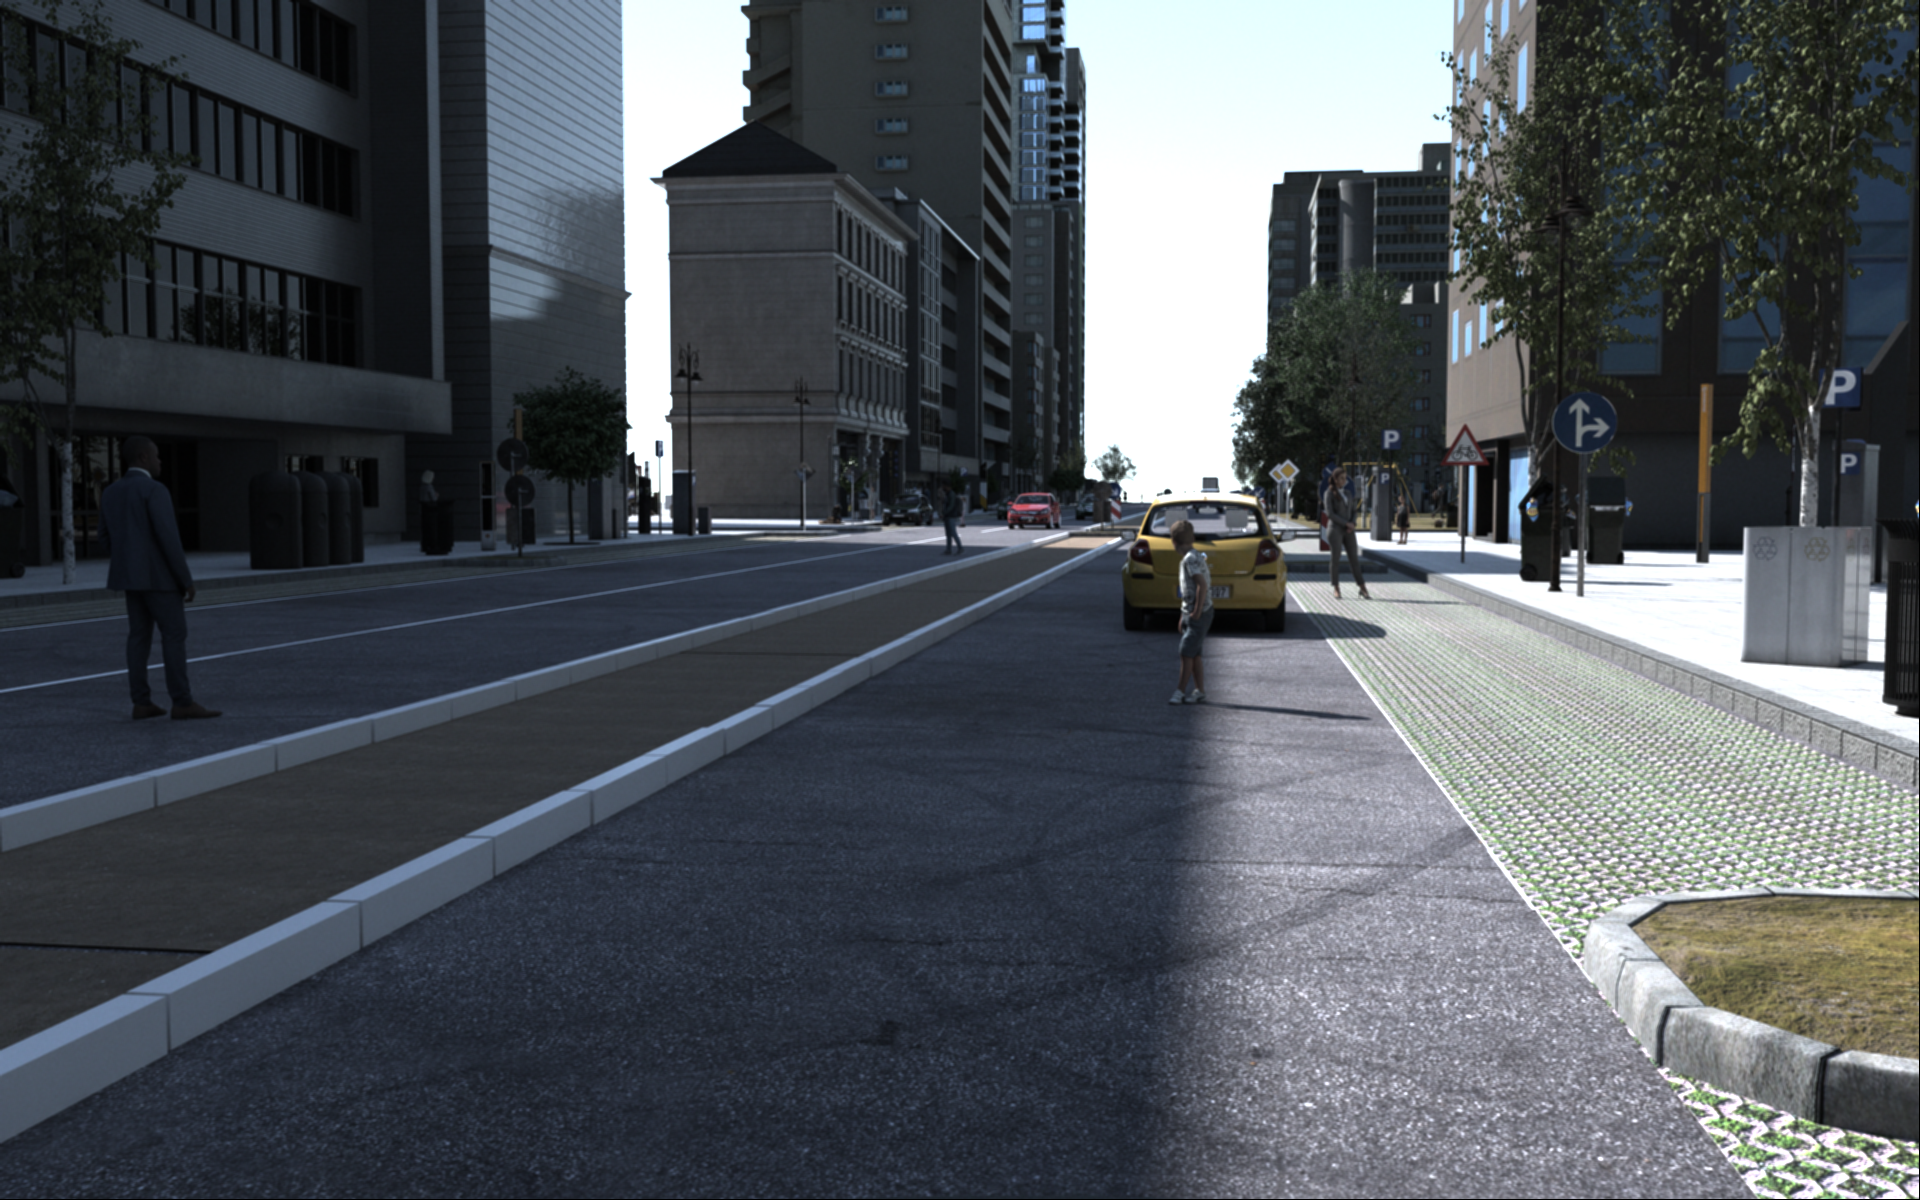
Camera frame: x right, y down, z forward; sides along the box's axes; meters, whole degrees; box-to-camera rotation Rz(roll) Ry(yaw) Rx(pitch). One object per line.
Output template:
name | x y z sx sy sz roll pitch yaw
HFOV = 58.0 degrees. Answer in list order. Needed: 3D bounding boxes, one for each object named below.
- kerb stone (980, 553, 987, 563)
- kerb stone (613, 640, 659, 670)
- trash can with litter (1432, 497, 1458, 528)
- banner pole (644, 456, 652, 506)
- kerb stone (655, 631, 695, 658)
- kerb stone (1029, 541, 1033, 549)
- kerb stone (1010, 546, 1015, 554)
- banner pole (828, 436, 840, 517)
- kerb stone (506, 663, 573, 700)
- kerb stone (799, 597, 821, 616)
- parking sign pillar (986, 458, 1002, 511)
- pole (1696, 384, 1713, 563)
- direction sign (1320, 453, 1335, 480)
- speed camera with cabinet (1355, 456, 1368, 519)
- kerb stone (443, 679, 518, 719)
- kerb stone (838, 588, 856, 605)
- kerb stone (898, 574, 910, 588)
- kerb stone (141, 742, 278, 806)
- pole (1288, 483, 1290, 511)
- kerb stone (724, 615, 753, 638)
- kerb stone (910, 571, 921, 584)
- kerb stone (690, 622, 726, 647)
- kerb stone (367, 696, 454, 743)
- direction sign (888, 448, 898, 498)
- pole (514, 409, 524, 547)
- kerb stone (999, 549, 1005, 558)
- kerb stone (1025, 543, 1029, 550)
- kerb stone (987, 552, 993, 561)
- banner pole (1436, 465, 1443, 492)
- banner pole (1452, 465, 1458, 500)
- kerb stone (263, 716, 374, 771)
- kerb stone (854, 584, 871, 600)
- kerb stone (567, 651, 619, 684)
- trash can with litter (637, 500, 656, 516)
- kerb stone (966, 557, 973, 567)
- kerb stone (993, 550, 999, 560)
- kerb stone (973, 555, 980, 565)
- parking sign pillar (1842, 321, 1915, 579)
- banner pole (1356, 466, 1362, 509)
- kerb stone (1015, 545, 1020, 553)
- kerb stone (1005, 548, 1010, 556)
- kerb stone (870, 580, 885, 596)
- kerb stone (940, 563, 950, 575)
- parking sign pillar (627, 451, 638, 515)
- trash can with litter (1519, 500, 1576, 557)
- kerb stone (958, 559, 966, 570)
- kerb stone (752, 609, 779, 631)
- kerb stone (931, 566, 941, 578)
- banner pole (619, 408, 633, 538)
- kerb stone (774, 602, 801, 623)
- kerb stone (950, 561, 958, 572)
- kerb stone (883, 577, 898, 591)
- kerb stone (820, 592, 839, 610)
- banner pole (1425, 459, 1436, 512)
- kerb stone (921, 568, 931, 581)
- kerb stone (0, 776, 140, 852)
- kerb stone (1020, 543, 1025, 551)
kerb stone | 0.378 -0.828 35.737 0.120 0.150 1.000 1 4 8
kerb stone | -2.749 0.473 14.464 0.120 0.150 1.000 1 4 8
trash can with litter | 18.552 -3.343 66.040 1.055 1.170 0.624 2 4 26
banner pole | -20.470 -7.573 113.840 0.863 3.779 0.401 3 4 37
kerb stone | -2.598 0.411 15.475 0.120 0.150 1.000 1 4 8
kerb stone | 1.717 -1.385 44.846 0.120 0.150 1.000 1 4 8
kerb stone | 1.116 -1.138 40.801 0.120 0.150 1.000 1 4 8
banner pole | -5.516 -5.231 75.548 0.401 3.779 0.863 3 5 40
kerb stone | -3.041 0.597 12.440 0.120 0.150 1.000 1 4 8
kerb stone | -1.849 0.103 20.543 0.120 0.150 1.000 1 4 8
parking sign pillar | 2.501 -8.615 129.334 1.447 3.967 1.447 -2 4 -35
pole | 13.845 -2.346 32.193 0.158 3.312 0.155 0 3 0
direction sign | 20.098 -6.293 94.882 0.876 3.537 0.379 3 5 39
speed camera with cabinet | 21.645 -5.891 90.647 2.038 3.252 0.660 2 4 24
kerb stone | -3.190 0.664 11.425 0.120 0.150 1.000 1 4 8
kerb stone | -1.556 -0.019 22.571 0.120 0.150 1.000 1 4 8
kerb stone | -0.949 -0.271 26.621 0.120 0.150 1.000 1 4 8
kerb stone | -3.642 0.846 8.391 0.120 0.150 1.000 1 4 8
pole | 25.528 -8.589 134.274 0.158 3.312 0.155 0 3 0
kerb stone | -2.304 0.291 17.507 0.120 0.150 1.000 1 4 8
kerb stone | -0.802 -0.333 27.632 0.120 0.150 1.000 1 4 8
kerb stone | -2.450 0.349 16.491 0.120 0.150 1.000 1 4 8
kerb stone | -3.334 0.724 10.412 0.120 0.150 1.000 1 4 8
direction sign | -3.340 -5.770 86.341 0.379 3.537 0.876 2 4 30
pole | -10.598 -2.921 41.608 0.158 3.312 0.155 0 3 0
kerb stone | 0.826 -1.014 38.771 0.120 0.150 1.000 1 4 8
kerb stone | 1.573 -1.323 43.834 0.120 0.150 1.000 1 4 8
kerb stone | 0.531 -0.890 36.748 0.120 0.150 1.000 1 4 8
banner pole | 36.536 -8.680 131.931 0.401 3.779 0.863 -3 5 -41
banner pole | 27.521 -6.507 96.401 0.401 3.779 0.863 3 5 40
kerb stone | -3.492 0.782 9.402 0.120 0.150 1.000 1 4 8
kerb stone | -1.402 -0.082 23.584 0.120 0.150 1.000 1 4 8
kerb stone | -2.895 0.535 13.452 0.120 0.150 1.000 1 4 8
trash can with litter | -18.646 -5.600 102.940 1.055 1.170 0.624 -1 4 -21
kerb stone | 0.084 -0.704 33.709 0.120 0.150 1.000 1 4 8
kerb stone | 0.683 -0.952 37.759 0.120 0.150 1.000 1 4 8
kerb stone | 0.228 -0.766 34.721 0.120 0.150 1.000 1 4 8
parking sign pillar | 14.118 -2.341 26.754 1.447 3.967 1.447 -3 5 -40
banner pole | 31.529 -8.970 136.670 0.401 3.779 0.863 -3 4 -36
kerb stone | 1.274 -1.196 41.811 0.120 0.150 1.000 1 4 8
kerb stone | 0.977 -1.073 39.787 0.120 0.150 1.000 1 4 8
kerb stone | -1.256 -0.147 24.596 0.120 0.150 1.000 1 4 8
kerb stone | -0.363 -0.516 30.671 0.120 0.150 1.000 1 4 8
parking sign pillar | -20.780 -7.303 107.878 1.447 3.967 1.447 1 4 16
trash can with litter | 11.986 -1.465 35.333 1.055 1.170 0.624 1 4 14
kerb stone | -0.063 -0.638 32.698 0.120 0.150 1.000 1 4 8
kerb stone | -2.145 0.233 18.520 0.120 0.150 1.000 1 4 8
kerb stone | -0.509 -0.456 29.658 0.120 0.150 1.000 1 4 8
banner pole | -9.828 -3.699 50.495 0.401 3.779 0.863 -2 4 -24
kerb stone | -2.001 0.163 19.532 0.120 0.150 1.000 1 4 8
kerb stone | -0.216 -0.580 31.684 0.120 0.150 1.000 1 4 8
kerb stone | -1.107 -0.209 25.611 0.120 0.150 1.000 1 4 8
kerb stone | -1.700 0.039 21.554 0.120 0.150 1.000 1 4 8
banner pole | 33.816 -8.273 125.284 0.401 3.779 0.863 -1 4 -14
kerb stone | -0.654 -0.394 28.646 0.120 0.150 1.000 1 4 8
kerb stone | -3.792 0.906 7.379 0.120 0.150 1.000 1 4 8
kerb stone | 1.425 -1.260 42.822 0.120 0.150 1.000 1 4 8
